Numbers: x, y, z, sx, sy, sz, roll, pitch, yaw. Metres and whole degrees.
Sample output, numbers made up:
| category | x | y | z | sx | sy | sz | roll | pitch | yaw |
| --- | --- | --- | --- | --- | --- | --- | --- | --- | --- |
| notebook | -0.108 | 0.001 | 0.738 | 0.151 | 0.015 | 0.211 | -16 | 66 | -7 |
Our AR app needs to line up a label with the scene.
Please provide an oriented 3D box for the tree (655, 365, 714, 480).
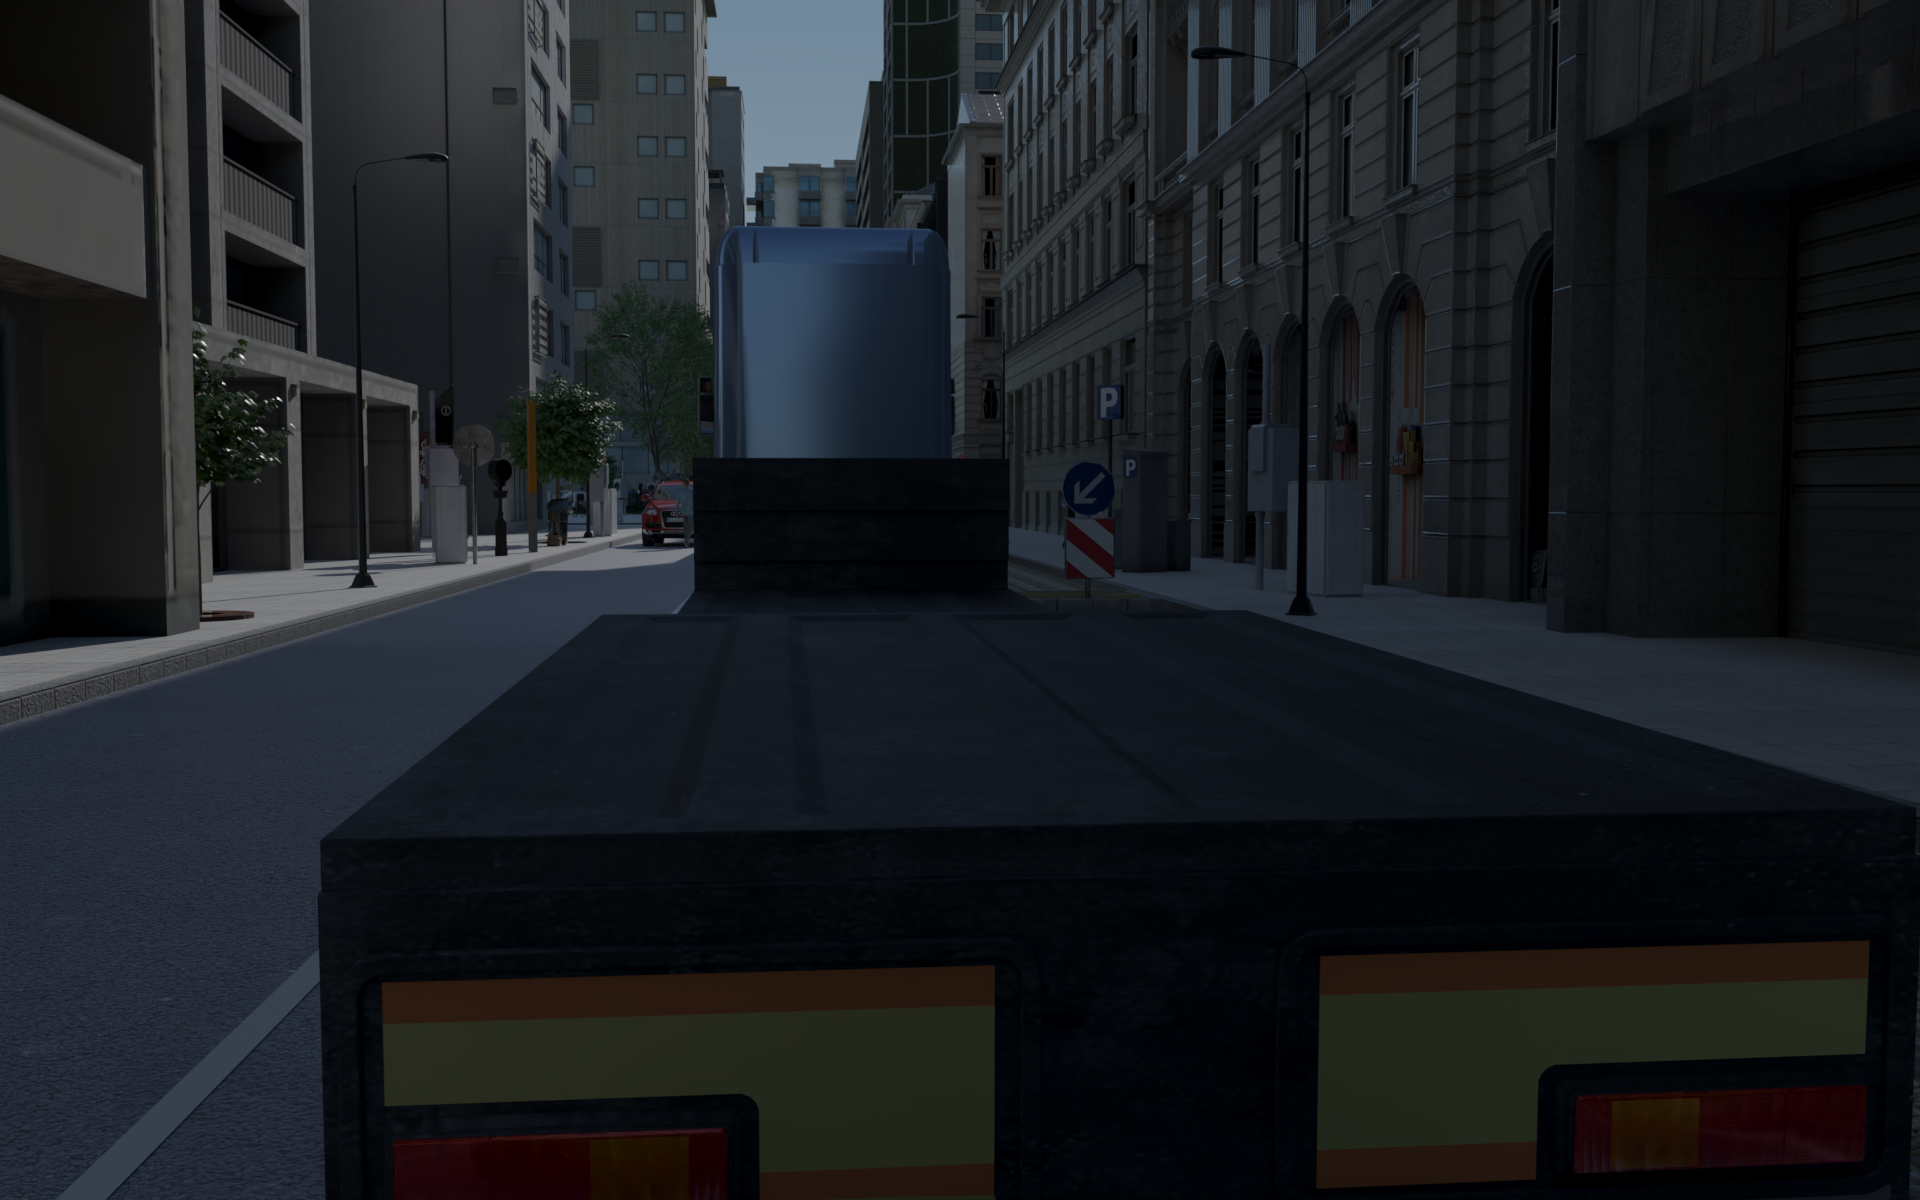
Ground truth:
| category | x | y | z | sx | sy | sz | roll | pitch | yaw |
| --- | --- | --- | --- | --- | --- | --- | --- | --- | --- |
| tree | -15.588 | -9.104 | 99.215 | 4.737 | 8.622 | 4.395 | 0 | 3 | 0 |

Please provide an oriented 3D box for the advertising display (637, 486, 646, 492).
| category | x | y | z | sx | sy | sz | roll | pitch | yaw |
| --- | --- | --- | --- | --- | --- | --- | --- | --- | --- |
| advertising display | -26.000 | -8.319 | 141.226 | 0.974 | 1.923 | 0.123 | 3 | 5 | 42 |

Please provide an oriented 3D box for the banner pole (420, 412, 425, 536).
| category | x | y | z | sx | sy | sz | roll | pitch | yaw |
| --- | --- | --- | --- | --- | --- | --- | --- | --- | --- |
| banner pole | -16.534 | -3.829 | 52.622 | 0.863 | 3.779 | 0.401 | -2 | 4 | -35 |

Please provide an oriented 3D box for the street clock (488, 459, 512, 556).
| category | x | y | z | sx | sy | sz | roll | pitch | yaw |
| --- | --- | --- | --- | --- | --- | --- | --- | --- | --- |
| street clock | -9.505 | -1.912 | 35.831 | 0.358 | 2.002 | 0.471 | 2 | 4 | 33 |

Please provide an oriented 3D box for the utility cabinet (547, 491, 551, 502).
| category | x | y | z | sx | sy | sz | roll | pitch | yaw |
| --- | --- | --- | --- | --- | --- | --- | --- | --- | --- |
| utility cabinet | -30.616 | -7.251 | 127.233 | 1.173 | 1.500 | 0.318 | 1 | 4 | 10 |

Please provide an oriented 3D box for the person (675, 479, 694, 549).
| category | x | y | z | sx | sy | sz | roll | pitch | yaw |
| --- | --- | --- | --- | --- | --- | --- | --- | --- | --- |
| person | -7.238 | -2.286 | 45.739 | 0.638 | 1.841 | 0.748 | 1 | 4 | 18 |

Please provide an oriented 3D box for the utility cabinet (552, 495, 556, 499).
| category | x | y | z | sx | sy | sz | roll | pitch | yaw |
| --- | --- | --- | --- | --- | --- | --- | --- | --- | --- |
| utility cabinet | -29.018 | -7.002 | 125.643 | 1.020 | 1.237 | 0.306 | 0 | 4 | 7 |

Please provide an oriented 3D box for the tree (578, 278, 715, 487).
| category | x | y | z | sx | sy | sz | roll | pitch | yaw |
| --- | --- | --- | --- | --- | --- | --- | --- | --- | --- |
| tree | -14.971 | -9.731 | 84.851 | 9.928 | 11.665 | 9.643 | 0 | 3 | 0 |

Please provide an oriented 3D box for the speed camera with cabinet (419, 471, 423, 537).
| category | x | y | z | sx | sy | sz | roll | pitch | yaw |
| --- | --- | --- | --- | --- | --- | --- | --- | --- | --- |
| speed camera with cabinet | -15.665 | -3.453 | 50.797 | 0.660 | 3.252 | 2.038 | 2 | 4 | 28 |

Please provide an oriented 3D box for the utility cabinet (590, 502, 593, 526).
| category | x | y | z | sx | sy | sz | roll | pitch | yaw |
| --- | --- | --- | --- | --- | --- | --- | --- | --- | --- |
| utility cabinet | -14.696 | -3.587 | 69.813 | 0.306 | 1.237 | 1.020 | -2 | 4 | -25 |

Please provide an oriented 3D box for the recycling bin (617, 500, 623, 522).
| category | x | y | z | sx | sy | sz | roll | pitch | yaw |
| --- | --- | --- | --- | --- | --- | --- | --- | --- | --- |
| recycling bin | -15.815 | -4.063 | 78.977 | 0.722 | 1.027 | 0.722 | -2 | 4 | -31 |

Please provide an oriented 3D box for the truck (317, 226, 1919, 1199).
| category | x | y | z | sx | sy | sz | roll | pitch | yaw |
| --- | --- | --- | --- | --- | --- | --- | --- | --- | --- |
| truck | -0.674 | -1.347 | 11.787 | 2.967 | 4.110 | 18.799 | 0 | 4 | -6 |

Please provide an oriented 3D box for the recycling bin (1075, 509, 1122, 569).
| category | x | y | z | sx | sy | sz | roll | pitch | yaw |
| --- | --- | --- | --- | --- | --- | --- | --- | --- | --- |
| recycling bin | 2.439 | -1.057 | 29.843 | 0.722 | 1.027 | 0.722 | 2 | 4 | 28 |

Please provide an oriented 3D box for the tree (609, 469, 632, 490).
| category | x | y | z | sx | sy | sz | roll | pitch | yaw |
| --- | --- | --- | --- | --- | --- | --- | --- | --- | --- |
| tree | -26.521 | -8.631 | 135.719 | 1.663 | 3.219 | 1.824 | 0 | 3 | 0 |

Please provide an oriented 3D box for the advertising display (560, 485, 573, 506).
| category | x | y | z | sx | sy | sz | roll | pitch | yaw |
| --- | --- | --- | --- | --- | --- | --- | --- | --- | --- |
| advertising display | -28.197 | -7.275 | 124.165 | 0.974 | 1.923 | 0.123 | 1 | 4 | 14 |

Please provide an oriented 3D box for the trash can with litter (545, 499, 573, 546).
| category | x | y | z | sx | sy | sz | roll | pitch | yaw |
| --- | --- | --- | --- | --- | --- | --- | --- | --- | --- |
| trash can with litter | -9.927 | -1.924 | 42.838 | 0.624 | 1.170 | 1.055 | 0 | 4 | -6 |

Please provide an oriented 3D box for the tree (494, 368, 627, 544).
| category | x | y | z | sx | sy | sz | roll | pitch | yaw |
| --- | --- | --- | --- | --- | --- | --- | --- | --- | --- |
| tree | -10.460 | -3.774 | 45.414 | 4.285 | 4.588 | 4.351 | 0 | 3 | 0 |

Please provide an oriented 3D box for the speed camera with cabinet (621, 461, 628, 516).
| category | x | y | z | sx | sy | sz | roll | pitch | yaw |
| --- | --- | --- | --- | --- | --- | --- | --- | --- | --- |
| speed camera with cabinet | -20.450 | -6.612 | 102.436 | 2.038 | 3.252 | 0.660 | 3 | 5 | 45 |

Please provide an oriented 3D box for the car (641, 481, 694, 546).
| category | x | y | z | sx | sy | sz | roll | pitch | yaw |
| --- | --- | --- | --- | --- | --- | --- | --- | --- | --- |
| car | -7.821 | -2.474 | 49.116 | 2.281 | 1.827 | 5.304 | 0 | 4 | -5 |

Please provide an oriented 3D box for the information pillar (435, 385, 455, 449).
| category | x | y | z | sx | sy | sz | roll | pitch | yaw |
| --- | --- | --- | --- | --- | --- | --- | --- | --- | --- |
| information pillar | -11.080 | -2.806 | 37.225 | 0.504 | 3.616 | 0.183 | 0 | 4 | 5 |

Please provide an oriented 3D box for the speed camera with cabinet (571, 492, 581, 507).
| category | x | y | z | sx | sy | sz | roll | pitch | yaw |
| --- | --- | --- | --- | --- | --- | --- | --- | --- | --- |
| speed camera with cabinet | -27.493 | -8.120 | 127.091 | 2.038 | 3.252 | 0.660 | -3 | 5 | -41 |

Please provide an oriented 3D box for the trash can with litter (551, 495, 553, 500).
| category | x | y | z | sx | sy | sz | roll | pitch | yaw |
| --- | --- | --- | --- | --- | --- | --- | --- | --- | --- |
| trash can with litter | -30.662 | -7.212 | 128.972 | 2.233 | 1.210 | 1.678 | -1 | 4 | -23 |

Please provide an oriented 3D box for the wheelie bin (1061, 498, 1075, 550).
| category | x | y | z | sx | sy | sz | roll | pitch | yaw |
| --- | --- | --- | --- | --- | --- | --- | --- | --- | --- |
| wheelie bin | 2.671 | -1.915 | 39.217 | 0.693 | 1.594 | 0.980 | -1 | 4 | -9 |

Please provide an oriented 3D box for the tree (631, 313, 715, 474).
| category | x | y | z | sx | sy | sz | roll | pitch | yaw |
| --- | --- | --- | --- | --- | --- | --- | --- | --- | --- |
| tree | -16.713 | -11.657 | 108.723 | 7.486 | 12.596 | 7.792 | 0 | 3 | 0 |

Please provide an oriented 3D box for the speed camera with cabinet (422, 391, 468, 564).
| category | x | y | z | sx | sy | sz | roll | pitch | yaw |
| --- | --- | --- | --- | --- | --- | --- | --- | --- | --- |
| speed camera with cabinet | -9.675 | -2.342 | 32.622 | 0.660 | 3.252 | 2.038 | -1 | 4 | -21 |

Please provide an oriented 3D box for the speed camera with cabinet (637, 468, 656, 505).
| category | x | y | z | sx | sy | sz | roll | pitch | yaw |
| --- | --- | --- | --- | --- | --- | --- | --- | --- | --- |
| speed camera with cabinet | -24.176 | -8.439 | 132.315 | 2.038 | 3.252 | 0.660 | 0 | 4 | 5 |

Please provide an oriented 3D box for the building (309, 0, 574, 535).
| category | x | y | z | sx | sy | sz | roll | pitch | yaw |
| --- | --- | --- | --- | --- | --- | --- | --- | --- | --- |
| building | -20.958 | -22.983 | 59.366 | 14.086 | 41.232 | 14.154 | 0 | 4 | -5 |

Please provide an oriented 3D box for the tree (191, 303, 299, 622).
| category | x | y | z | sx | sy | sz | roll | pitch | yaw |
| --- | --- | --- | --- | --- | --- | --- | --- | --- | --- |
| tree | -7.773 | -1.408 | 17.627 | 1.663 | 3.219 | 1.824 | 0 | 3 | 0 |

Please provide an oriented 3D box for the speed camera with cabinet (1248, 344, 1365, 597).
| category | x | y | z | sx | sy | sz | roll | pitch | yaw |
| --- | --- | --- | --- | --- | --- | --- | --- | --- | --- |
| speed camera with cabinet | 4.456 | -1.716 | 22.386 | 0.660 | 3.252 | 2.038 | -1 | 4 | -19 |

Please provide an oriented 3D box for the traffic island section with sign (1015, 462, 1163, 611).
| category | x | y | z | sx | sy | sz | roll | pitch | yaw |
| --- | --- | --- | --- | --- | --- | --- | --- | --- | --- |
| traffic island section with sign | 1.399 | -0.812 | 21.912 | 1.989 | 1.847 | 2.006 | 0 | 4 | -5 |

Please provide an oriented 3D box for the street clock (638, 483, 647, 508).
| category | x | y | z | sx | sy | sz | roll | pitch | yaw |
| --- | --- | --- | --- | --- | --- | --- | --- | --- | --- |
| street clock | -21.208 | -6.756 | 115.038 | 0.358 | 2.002 | 0.471 | 0 | 4 | 1 |

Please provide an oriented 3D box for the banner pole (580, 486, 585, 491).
| category | x | y | z | sx | sy | sz | roll | pitch | yaw |
| --- | --- | --- | --- | --- | --- | --- | --- | --- | --- |
| banner pole | -30.463 | -9.179 | 140.090 | 0.401 | 3.779 | 0.863 | 2 | 4 | 28 |

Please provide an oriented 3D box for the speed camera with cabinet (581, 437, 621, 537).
| category | x | y | z | sx | sy | sz | roll | pitch | yaw |
| --- | --- | --- | --- | --- | --- | --- | --- | --- | --- |
| speed camera with cabinet | -10.850 | -3.548 | 52.353 | 0.660 | 3.252 | 2.038 | 0 | 4 | -1 |
